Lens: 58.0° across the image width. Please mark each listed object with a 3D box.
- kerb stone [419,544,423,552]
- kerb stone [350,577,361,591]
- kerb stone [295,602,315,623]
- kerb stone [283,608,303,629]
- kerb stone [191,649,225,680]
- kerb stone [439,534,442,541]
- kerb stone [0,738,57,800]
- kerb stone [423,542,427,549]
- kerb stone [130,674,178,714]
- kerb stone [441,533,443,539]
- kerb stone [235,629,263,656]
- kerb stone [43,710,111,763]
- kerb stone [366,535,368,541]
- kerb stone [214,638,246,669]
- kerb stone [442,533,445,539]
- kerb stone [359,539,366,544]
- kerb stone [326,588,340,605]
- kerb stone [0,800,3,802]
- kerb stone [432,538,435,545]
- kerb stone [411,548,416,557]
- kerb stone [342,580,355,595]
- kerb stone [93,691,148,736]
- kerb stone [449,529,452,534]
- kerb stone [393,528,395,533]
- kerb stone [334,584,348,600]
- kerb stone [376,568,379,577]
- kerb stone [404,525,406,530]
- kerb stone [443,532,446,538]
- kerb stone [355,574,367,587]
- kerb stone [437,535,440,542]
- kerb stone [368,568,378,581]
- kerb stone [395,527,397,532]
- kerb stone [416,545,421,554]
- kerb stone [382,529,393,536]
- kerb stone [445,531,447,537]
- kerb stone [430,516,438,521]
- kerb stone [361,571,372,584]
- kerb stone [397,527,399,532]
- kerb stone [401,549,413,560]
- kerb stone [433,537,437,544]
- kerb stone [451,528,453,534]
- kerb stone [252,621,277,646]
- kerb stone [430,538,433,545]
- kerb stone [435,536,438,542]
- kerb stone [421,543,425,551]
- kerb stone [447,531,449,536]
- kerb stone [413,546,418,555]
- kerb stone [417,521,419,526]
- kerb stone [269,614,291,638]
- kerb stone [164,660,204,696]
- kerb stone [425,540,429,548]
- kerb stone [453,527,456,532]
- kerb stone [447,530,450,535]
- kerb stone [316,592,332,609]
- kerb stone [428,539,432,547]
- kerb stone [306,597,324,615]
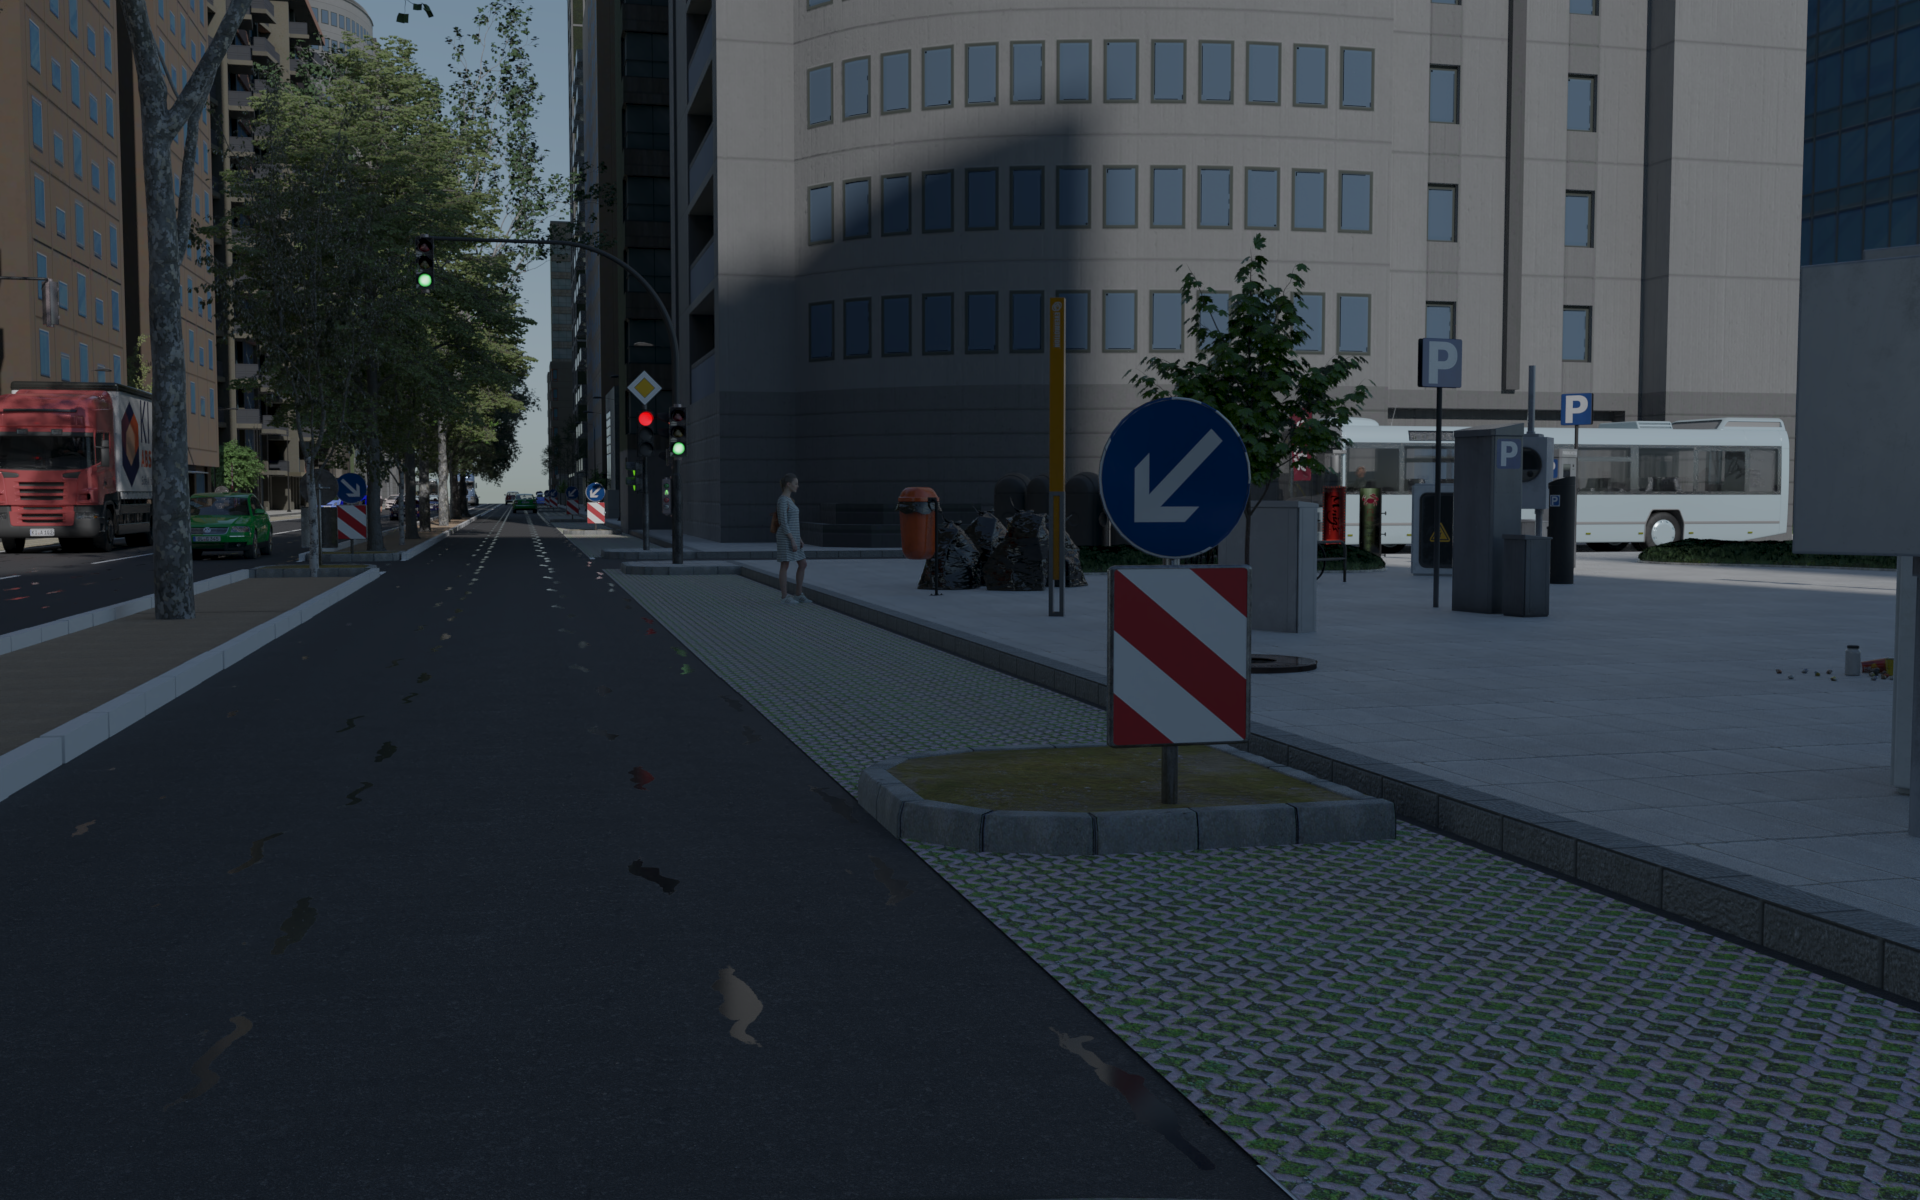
[{"bbox_3d":[-13.165,-1.210,41.980,0.120,0.150,1.000,-1,4,-14],"label":"kerb stone"},{"bbox_3d":[-8.990,-0.207,25.574,0.120,0.150,1.000,-1,4,-14],"label":"kerb stone"},{"bbox_3d":[-7.459,0.158,19.616,0.120,0.150,1.000,-1,4,-14],"label":"kerb stone"},{"bbox_3d":[-7.215,0.218,18.623,0.120,0.150,1.000,-1,4,-14],"label":"kerb stone"},{"bbox_3d":[-5.957,0.523,13.646,0.120,0.150,1.000,-1,4,-14],"label":"kerb stone"},{"bbox_3d":[-15.700,-1.817,51.925,0.120,0.150,1.000,-1,4,-14],"label":"kerb stone"},{"bbox_3d":[-4.694,0.832,8.678,0.120,0.150,1.000,-1,4,-14],"label":"kerb stone"},{"bbox_3d":[-13.679,-1.332,43.974,0.120,0.150,1.000,-1,4,-14],"label":"kerb stone"},{"bbox_3d":[-5.446,0.644,11.663,0.120,0.150,1.000,-1,4,-14],"label":"kerb stone"},{"bbox_3d":[-15.956,-1.879,52.922,0.120,0.150,1.000,-1,4,-14],"label":"kerb stone"},{"bbox_3d":[-6.458,0.401,15.638,0.120,0.150,1.000,-1,4,-14],"label":"kerb stone"},{"bbox_3d":[-4.940,0.766,9.676,0.120,0.150,1.000,-1,4,-14],"label":"kerb stone"},{"bbox_3d":[-17.737,-1.781,51.413,0.120,0.150,1.000,-1,4,-14],"label":"kerb stone"},{"bbox_3d":[-6.200,0.462,14.639,0.120,0.150,1.000,-1,4,-14],"label":"kerb stone"},{"bbox_3d":[-16.207,-1.940,53.915,0.120,0.150,1.000,-1,4,-14],"label":"kerb stone"},{"bbox_3d":[-17.481,-1.723,50.417,0.120,0.150,1.000,-1,4,-14],"label":"kerb stone"},{"bbox_3d":[-8.232,-0.023,22.594,0.120,0.150,1.000,-1,4,-14],"label":"kerb stone"},{"bbox_3d":[-4.435,0.887,7.687,0.120,0.150,1.000,-1,4,-14],"label":"kerb stone"},{"bbox_3d":[-14.691,-1.575,47.953,0.120,0.150,1.000,-1,4,-14],"label":"kerb stone"},{"bbox_3d":[-12.407,-1.020,39.000,0.120,0.150,1.000,-1,4,-14],"label":"kerb stone"},{"bbox_3d":[-8.736,-0.146,24.584,0.120,0.150,1.000,-1,4,-14],"label":"kerb stone"},{"bbox_3d":[-5.190,0.705,10.668,0.120,0.150,1.000,-1,4,-14],"label":"kerb stone"},{"bbox_3d":[-17.727,-2.304,59.866,0.120,0.150,1.000,-1,4,-14],"label":"kerb stone"},{"bbox_3d":[-20.519,-2.455,62.344,0.120,0.150,1.000,-1,4,-14],"label":"kerb stone"},{"bbox_3d":[-8.481,-0.085,23.586,0.120,0.150,1.000,-1,4,-14],"label":"kerb stone"},{"bbox_3d":[-10.007,-0.446,29.547,0.120,0.150,1.000,-1,4,-14],"label":"kerb stone"},{"bbox_3d":[-22.039,-2.821,68.321,0.120,0.150,1.000,-1,4,-14],"label":"kerb stone"},{"bbox_3d":[-16.465,-1.998,54.908,0.120,0.150,1.000,-1,4,-14],"label":"kerb stone"},{"bbox_3d":[-9.250,-0.268,26.573,0.120,0.150,1.000,-1,4,-14],"label":"kerb stone"},{"bbox_3d":[-15.446,-1.758,50.934,0.120,0.150,1.000,-1,4,-14],"label":"kerb stone"},{"bbox_3d":[-9.748,-0.389,28.558,0.120,0.150,1.000,-1,4,-14],"label":"kerb stone"},{"bbox_3d":[-20.772,-2.506,63.341,0.120,0.150,1.000,-1,4,-14],"label":"kerb stone"},{"bbox_3d":[-12.915,-1.149,40.989,0.120,0.150,1.000,-1,4,-14],"label":"kerb stone"},{"bbox_3d":[-20.268,-2.393,61.352,0.120,0.150,1.000,-1,4,-14],"label":"kerb stone"},{"bbox_3d":[-16.715,-2.062,55.905,0.120,0.150,1.000,-1,4,-14],"label":"kerb stone"},{"bbox_3d":[-28.875,-4.458,95.130,0.120,0.150,1.000,-1,4,-14],"label":"kerb stone"},{"bbox_3d":[-9.503,-0.327,27.565,0.120,0.150,1.000,-1,4,-14],"label":"kerb stone"},{"bbox_3d":[-21.025,-2.576,64.334,0.120,0.150,1.000,-1,4,-14],"label":"kerb stone"},{"bbox_3d":[-12.160,-0.964,38.008,0.120,0.150,1.000,-1,4,-14],"label":"kerb stone"},{"bbox_3d":[-14.946,-1.635,48.946,0.120,0.150,1.000,-1,4,-14],"label":"kerb stone"},{"bbox_3d":[-17.982,-2.365,60.860,0.120,0.150,1.000,-1,4,-14],"label":"kerb stone"},{"bbox_3d":[-6.715,0.340,16.632,0.120,0.150,1.000,-1,4,-14],"label":"kerb stone"},{"bbox_3d":[-14.441,-1.515,46.960,0.120,0.150,1.000,-1,4,-14],"label":"kerb stone"},{"bbox_3d":[-15.197,-1.695,49.937,0.120,0.150,1.000,-1,4,-14],"label":"kerb stone"},{"bbox_3d":[-13.424,-1.271,42.977,0.120,0.150,1.000,-1,4,-14],"label":"kerb stone"},{"bbox_3d":[-16.959,-2.122,56.898,0.120,0.150,1.000,-1,4,-14],"label":"kerb stone"},{"bbox_3d":[-12.665,-1.088,39.989,0.120,0.150,1.000,-1,4,-14],"label":"kerb stone"},{"bbox_3d":[-25.585,-3.670,82.226,0.120,0.150,1.000,-1,4,-14],"label":"kerb stone"},{"bbox_3d":[-6.963,0.280,17.633,0.120,0.150,1.000,-1,4,-14],"label":"kerb stone"},{"bbox_3d":[-5.699,0.583,12.656,0.120,0.150,1.000,-1,4,-14],"label":"kerb stone"},{"bbox_3d":[-13.933,-1.391,44.969,0.120,0.150,1.000,-1,4,-14],"label":"kerb stone"},{"bbox_3d":[-18.479,-2.486,62.845,0.120,0.150,1.000,-1,4,-14],"label":"kerb stone"},{"bbox_3d":[-17.221,-2.183,57.886,0.120,0.150,1.000,-1,4,-14],"label":"kerb stone"},{"bbox_3d":[-7.978,0.037,21.594,0.120,0.150,1.000,-1,4,-14],"label":"kerb stone"},{"bbox_3d":[-14.180,-1.451,45.961,0.120,0.150,1.000,-1,4,-14],"label":"kerb stone"},{"bbox_3d":[-7.722,0.097,20.604,0.120,0.150,1.000,-1,4,-14],"label":"kerb stone"}]
